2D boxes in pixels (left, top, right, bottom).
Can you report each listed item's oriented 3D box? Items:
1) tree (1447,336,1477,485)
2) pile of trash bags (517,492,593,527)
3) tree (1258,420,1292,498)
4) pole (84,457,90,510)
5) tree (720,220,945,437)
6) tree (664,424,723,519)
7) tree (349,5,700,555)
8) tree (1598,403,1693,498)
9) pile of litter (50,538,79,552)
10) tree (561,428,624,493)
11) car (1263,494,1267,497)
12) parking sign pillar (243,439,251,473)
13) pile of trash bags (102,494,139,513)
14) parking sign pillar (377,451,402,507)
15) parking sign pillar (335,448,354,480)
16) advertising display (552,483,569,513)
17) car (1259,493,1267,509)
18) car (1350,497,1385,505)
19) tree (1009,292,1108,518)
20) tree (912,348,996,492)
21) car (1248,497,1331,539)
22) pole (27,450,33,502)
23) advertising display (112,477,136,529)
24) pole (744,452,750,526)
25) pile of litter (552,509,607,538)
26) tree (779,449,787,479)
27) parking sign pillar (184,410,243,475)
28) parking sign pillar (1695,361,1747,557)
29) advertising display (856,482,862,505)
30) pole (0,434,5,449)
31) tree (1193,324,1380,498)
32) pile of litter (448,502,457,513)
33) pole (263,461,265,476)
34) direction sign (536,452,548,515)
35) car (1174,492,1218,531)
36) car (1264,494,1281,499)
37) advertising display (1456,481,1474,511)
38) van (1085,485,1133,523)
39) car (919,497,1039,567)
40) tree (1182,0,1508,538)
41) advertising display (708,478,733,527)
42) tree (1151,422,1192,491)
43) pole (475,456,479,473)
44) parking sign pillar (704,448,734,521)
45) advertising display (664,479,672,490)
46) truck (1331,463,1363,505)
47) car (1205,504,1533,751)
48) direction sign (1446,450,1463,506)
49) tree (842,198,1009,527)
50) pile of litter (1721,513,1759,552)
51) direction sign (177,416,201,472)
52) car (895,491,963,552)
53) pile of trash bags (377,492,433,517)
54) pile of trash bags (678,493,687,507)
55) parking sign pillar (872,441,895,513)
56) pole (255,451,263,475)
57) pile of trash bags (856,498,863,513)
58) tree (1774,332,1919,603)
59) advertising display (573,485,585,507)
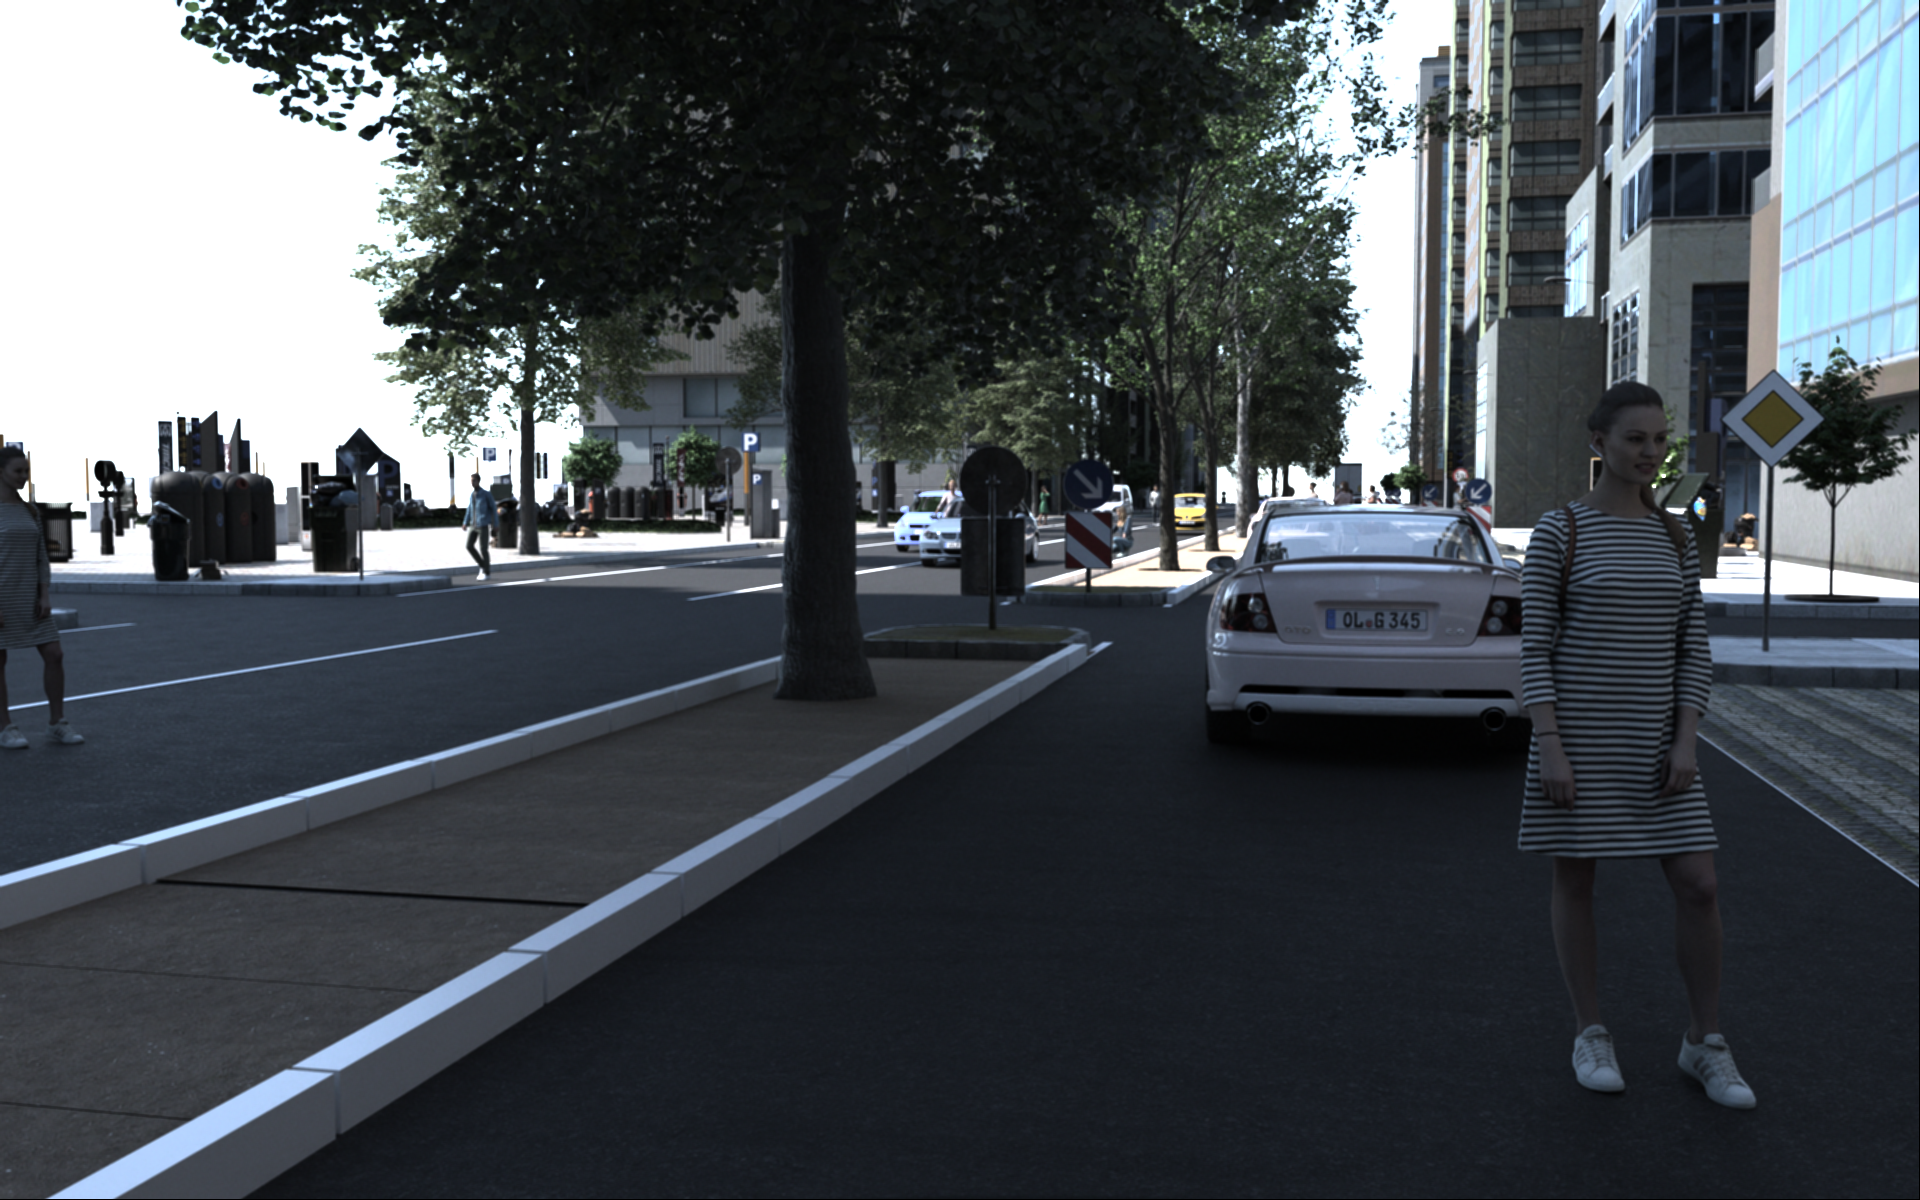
[{"bbox_3d":[23.476,-7.724,76.655,4.360,8.622,3.978,0,3,0],"label":"tree"},{"bbox_3d":[-15.891,-3.608,68.742,3.447,1.369,1.912,-1,4,-19],"label":"pile of trash bags"},{"bbox_3d":[15.493,-8.047,84.392,4.737,8.622,4.395,0,3,0],"label":"tree"},{"bbox_3d":[-48.099,-6.216,95.477,0.158,3.312,0.155,0,3,0],"label":"pole"},{"bbox_3d":[-4.384,-7.470,56.554,7.601,10.594,8.767,1,4,21],"label":"tree"},{"bbox_3d":[-12.233,-5.889,80.003,4.285,4.588,4.351,0,3,0],"label":"tree"},{"bbox_3d":[-8.740,-7.214,36.080,7.486,12.596,7.792,0,3,0],"label":"tree"},{"bbox_3d":[12.655,-2.291,32.059,1.663,3.219,1.824,0,3,0],"label":"tree"},{"bbox_3d":[-20.441,-1.488,38.294,1.719,0.858,1.176,-1,4,-22],"label":"pile of litter"},{"bbox_3d":[-18.333,-6.265,86.141,4.285,4.588,4.351,0,3,0],"label":"tree"},{"bbox_3d":[38.655,-12.980,221.813,1.945,1.707,3.694,1,4,12],"label":"car"},{"bbox_3d":[-25.684,-4.483,61.765,1.447,3.967,1.447,-3,4,-36],"label":"parking sign pillar"},{"bbox_3d":[-51.574,-5.931,106.728,3.447,1.369,1.912,3,5,40],"label":"pile of trash bags"},{"bbox_3d":[-32.725,-6.779,99.315,1.447,3.967,1.447,-1,4,-20],"label":"parking sign pillar"},{"bbox_3d":[-35.839,-6.876,100.897,1.447,3.967,1.447,1,4,12],"label":"parking sign pillar"},{"bbox_3d":[-23.937,-6.033,103.852,0.974,1.923,0.123,0,4,5],"label":"advertising display"},{"bbox_3d":[20.482,-6.803,120.816,1.945,1.707,3.694,1,4,14],"label":"car"},{"bbox_3d":[15.452,-3.275,66.134,1.945,1.354,3.894,1,4,11],"label":"car"},{"bbox_3d":[4.101,-10.709,93.222,7.486,12.596,7.792,0,3,0],"label":"tree"},{"bbox_3d":[-0.405,-8.329,86.536,4.737,8.622,4.395,0,3,0],"label":"tree"},{"bbox_3d":[7.064,-1.457,36.188,2.083,1.381,4.827,1,4,14],"label":"car"},{"bbox_3d":[-43.277,-5.306,80.599,0.158,3.312,0.155,0,3,0],"label":"pole"},{"bbox_3d":[-31.019,-3.613,64.279,0.974,1.923,0.123,1,4,19],"label":"advertising display"},{"bbox_3d":[-8.612,-4.654,69.941,0.158,3.312,0.155,0,3,0],"label":"pole"},{"bbox_3d":[-11.240,-2.268,51.046,1.719,0.858,1.176,3,4,37],"label":"pile of litter"},{"bbox_3d":[-7.640,-6.416,88.620,4.285,4.588,4.351,0,3,0],"label":"tree"},{"bbox_3d":[-24.369,-4.124,55.902,1.447,3.967,1.447,1,4,18],"label":"parking sign pillar"},{"bbox_3d":[15.518,-2.893,35.778,1.447,3.967,1.447,2,4,31],"label":"parking sign pillar"},{"bbox_3d":[-5.281,-5.100,88.600,0.123,1.923,0.974,1,4,20],"label":"advertising display"},{"bbox_3d":[-32.253,-3.948,58.392,0.158,3.312,0.155,0,3,0],"label":"pole"},{"bbox_3d":[17.431,-10.575,92.373,9.611,12.733,9.660,0,3,0],"label":"tree"},{"bbox_3d":[-26.002,-4.527,87.976,1.176,0.858,1.719,-1,4,-12],"label":"pile of litter"},{"bbox_3d":[-42.968,-6.919,106.966,0.158,3.312,0.155,0,3,0],"label":"pole"},{"bbox_3d":[-22.412,-6.173,92.922,0.379,3.537,0.876,2,4,32],"label":"direction sign"},{"bbox_3d":[8.202,-3.147,61.677,2.015,1.641,3.980,1,4,11],"label":"car"},{"bbox_3d":[25.043,-7.733,138.440,2.014,1.417,4.499,1,4,12],"label":"car"},{"bbox_3d":[24.066,-4.717,82.340,0.974,1.923,0.123,0,4,3],"label":"advertising display"},{"bbox_3d":[6.592,-4.248,76.466,2.013,2.044,4.112,1,4,13],"label":"van"},{"bbox_3d":[0.468,-1.430,35.389,2.014,1.417,4.499,1,4,13],"label":"car"},{"bbox_3d":[10.085,-11.974,54.120,12.611,20.169,13.585,0,3,0],"label":"tree"},{"bbox_3d":[-9.474,-3.866,68.421,0.974,1.923,0.123,0,4,-1],"label":"advertising display"},{"bbox_3d":[20.246,-13.106,164.650,4.360,8.622,3.978,0,3,0],"label":"tree"},{"bbox_3d":[-25.901,-6.066,93.016,0.158,3.312,0.155,0,3,0],"label":"pole"},{"bbox_3d":[-11.593,-5.793,83.180,1.447,3.967,1.447,0,4,6],"label":"parking sign pillar"},{"bbox_3d":[-12.901,-4.363,76.546,0.123,1.923,0.974,0,4,5],"label":"advertising display"},{"bbox_3d":[35.692,-10.435,159.531,2.839,4.237,11.283,1,4,12],"label":"truck"},{"bbox_3d":[2.600,0.073,11.162,2.083,1.381,4.827,1,4,12],"label":"car"},{"bbox_3d":[25.432,-5.940,89.108,0.876,3.537,0.379,-1,4,-8],"label":"direction sign"},{"bbox_3d":[-3.228,-9.099,66.901,7.486,12.596,7.792,0,3,0],"label":"tree"},{"bbox_3d":[17.557,-1.526,38.913,1.176,0.858,1.719,-2,4,-29],"label":"pile of litter"},{"bbox_3d":[-22.485,-3.583,50.573,0.379,3.537,0.876,1,4,19],"label":"direction sign"},{"bbox_3d":[-0.452,-2.106,44.016,1.945,1.707,3.694,1,4,14],"label":"car"},{"bbox_3d":[-23.091,-3.735,70.811,1.912,1.369,3.447,1,4,16],"label":"pile of trash bags"},{"bbox_3d":[-18.121,-5.784,104.326,3.447,1.369,1.912,0,4,3],"label":"pile of trash bags"},{"bbox_3d":[-3.845,-6.029,87.048,1.447,3.967,1.447,3,5,40],"label":"parking sign pillar"},{"bbox_3d":[-33.448,-5.420,82.459,0.158,3.312,0.155,0,3,0],"label":"pole"},{"bbox_3d":[-6.166,-4.583,84.689,1.912,1.369,3.447,-3,5,-40],"label":"pile of trash bags"},{"bbox_3d":[10.377,-1.601,20.782,1.663,3.219,1.824,0,3,0],"label":"tree"},{"bbox_3d":[-20.558,-5.398,93.470,0.123,1.923,0.974,1,4,22],"label":"advertising display"}]
